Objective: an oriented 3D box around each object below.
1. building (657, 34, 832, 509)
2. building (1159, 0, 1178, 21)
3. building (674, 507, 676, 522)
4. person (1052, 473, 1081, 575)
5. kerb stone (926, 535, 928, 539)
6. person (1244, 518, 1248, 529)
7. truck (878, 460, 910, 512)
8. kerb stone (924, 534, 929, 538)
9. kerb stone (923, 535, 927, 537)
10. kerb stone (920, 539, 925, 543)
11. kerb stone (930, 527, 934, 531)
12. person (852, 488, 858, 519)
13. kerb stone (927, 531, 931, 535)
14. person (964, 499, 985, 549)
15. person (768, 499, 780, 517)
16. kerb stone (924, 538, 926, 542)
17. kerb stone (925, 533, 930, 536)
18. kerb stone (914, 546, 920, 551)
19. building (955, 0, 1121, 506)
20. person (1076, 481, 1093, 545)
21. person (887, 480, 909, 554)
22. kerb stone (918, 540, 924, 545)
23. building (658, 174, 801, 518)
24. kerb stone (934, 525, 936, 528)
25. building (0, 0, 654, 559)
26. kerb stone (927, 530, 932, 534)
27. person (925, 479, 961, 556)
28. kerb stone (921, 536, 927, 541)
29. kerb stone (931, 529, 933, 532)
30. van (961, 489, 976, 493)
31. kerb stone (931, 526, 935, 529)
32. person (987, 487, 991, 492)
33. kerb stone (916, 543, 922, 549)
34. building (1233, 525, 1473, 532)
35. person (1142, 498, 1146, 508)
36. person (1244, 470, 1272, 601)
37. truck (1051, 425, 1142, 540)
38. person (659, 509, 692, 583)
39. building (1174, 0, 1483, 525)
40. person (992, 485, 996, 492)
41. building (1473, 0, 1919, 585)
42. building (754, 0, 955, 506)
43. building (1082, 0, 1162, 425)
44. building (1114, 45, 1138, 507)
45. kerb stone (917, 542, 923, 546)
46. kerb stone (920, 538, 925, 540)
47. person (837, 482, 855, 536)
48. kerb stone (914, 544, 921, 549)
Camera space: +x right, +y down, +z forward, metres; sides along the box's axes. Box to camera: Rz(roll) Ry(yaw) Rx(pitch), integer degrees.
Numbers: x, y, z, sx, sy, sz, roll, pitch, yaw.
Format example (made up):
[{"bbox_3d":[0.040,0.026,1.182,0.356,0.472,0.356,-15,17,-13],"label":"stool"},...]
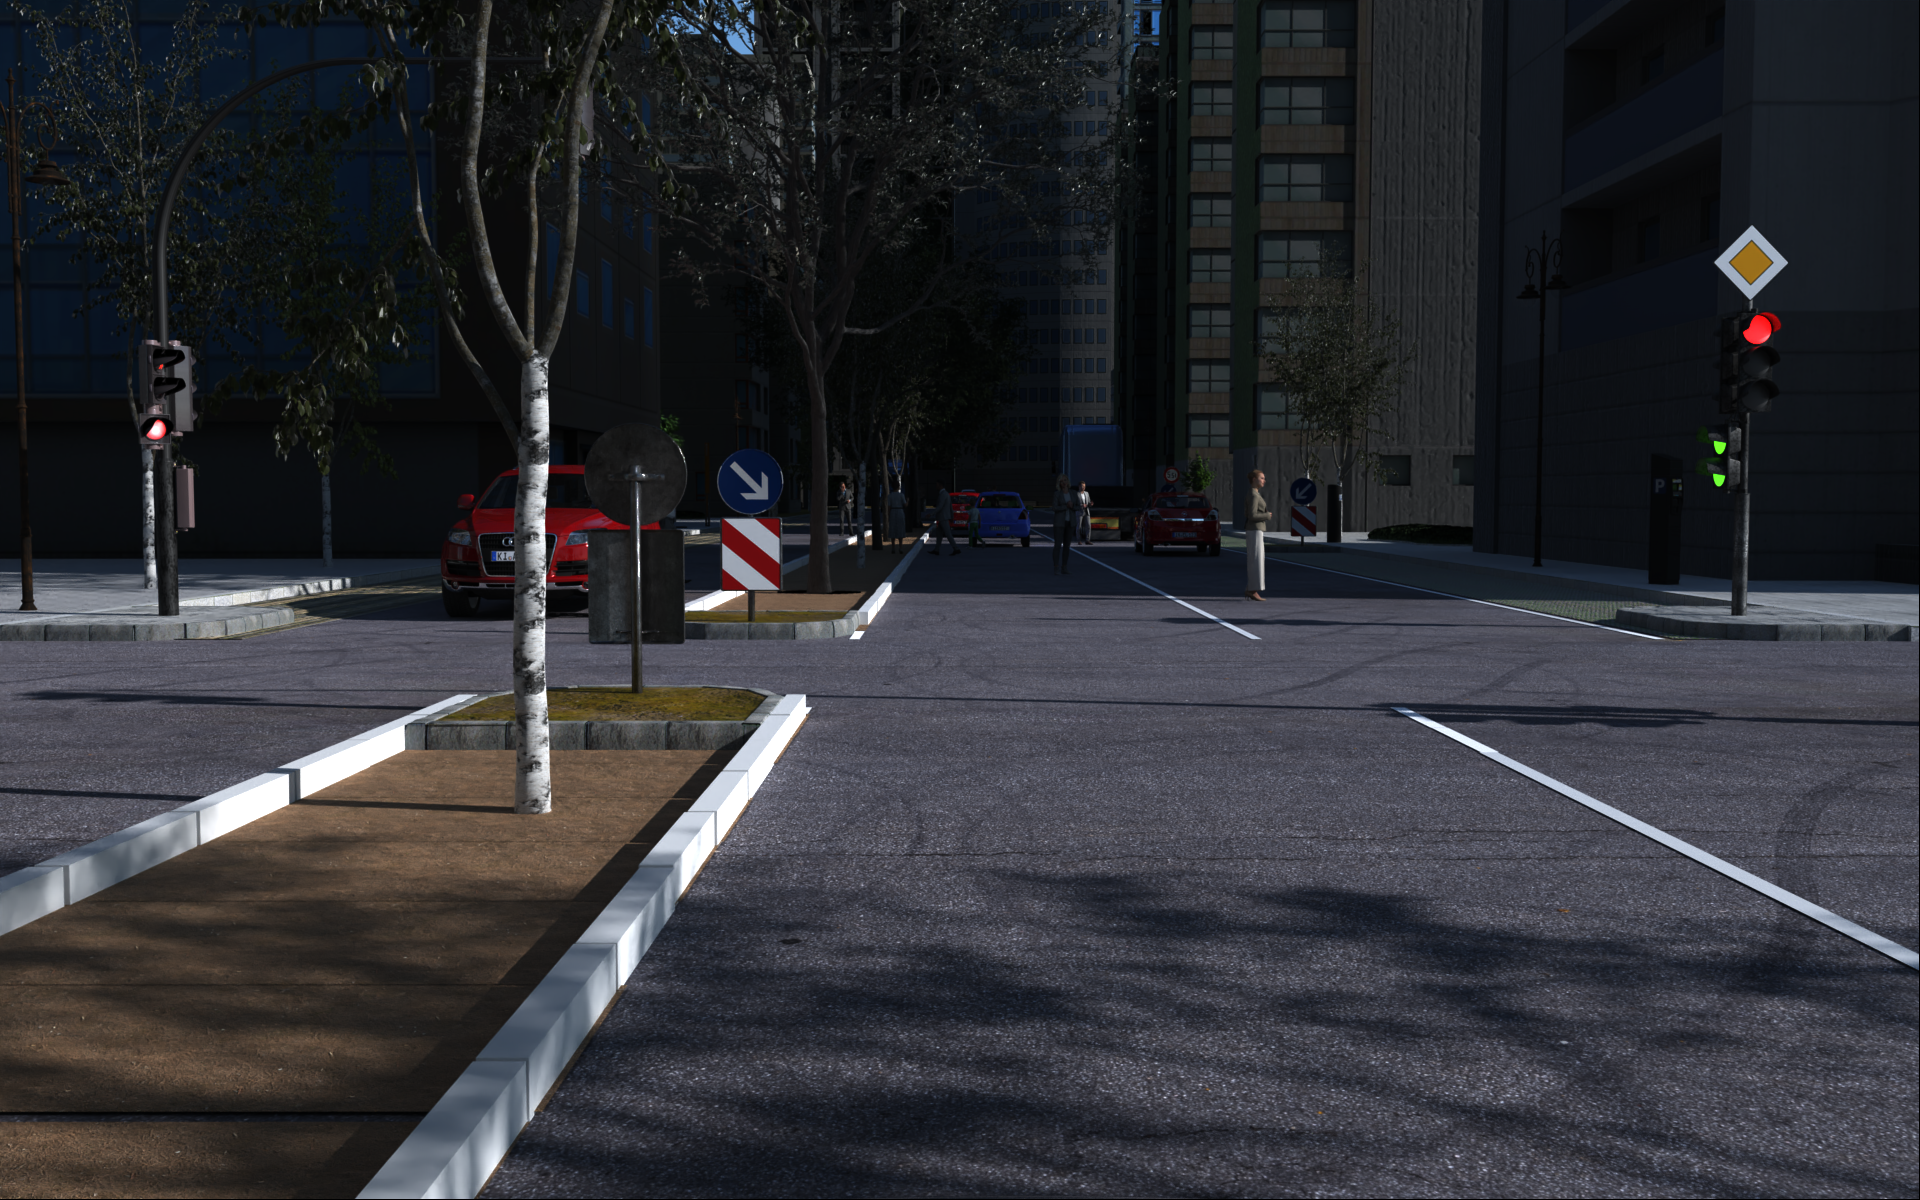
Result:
[{"bbox_3d":[-23.666,-28.160,152.295,23.993,40.220,32.217,0,3,0],"label":"building"},{"bbox_3d":[18.346,-20.164,101.380,14.160,30.474,14.107,0,3,0],"label":"building"},{"bbox_3d":[-23.278,-38.830,73.126,20.563,71.187,20.611,0,3,0],"label":"building"},{"bbox_3d":[1.909,-1.360,30.911,0.537,1.800,0.526,-1,4,-10],"label":"person"},{"bbox_3d":[-1.087,-1.773,51.178,0.120,0.150,1.000,0,3,0],"label":"kerb stone"},{"bbox_3d":[8.329,-2.230,49.630,0.373,1.253,0.362,1,4,8],"label":"person"},{"bbox_3d":[-4.851,-9.227,140.615,2.967,4.110,18.799,0,4,0],"label":"truck"},{"bbox_3d":[-1.085,-1.834,52.202,0.120,0.150,1.000,0,3,0],"label":"kerb stone"},{"bbox_3d":[-1.088,-1.709,50.155,0.120,0.150,1.000,0,3,0],"label":"kerb stone"},{"bbox_3d":[-1.069,-1.459,46.049,0.120,0.150,1.000,0,3,0],"label":"kerb stone"},{"bbox_3d":[-1.092,-2.399,61.416,0.120,0.150,1.000,0,3,0],"label":"kerb stone"},{"bbox_3d":[-6.091,-5.696,101.660,0.705,1.821,1.348,3,4,38],"label":"person"},{"bbox_3d":[-1.087,-2.023,55.269,0.120,0.150,1.000,0,3,0],"label":"kerb stone"},{"bbox_3d":[0.394,-1.987,45.241,0.590,1.304,0.306,2,4,35],"label":"person"},{"bbox_3d":[-6.750,-3.314,62.868,0.511,1.800,0.466,2,4,29],"label":"person"},{"bbox_3d":[-1.070,-1.578,48.101,0.120,0.150,1.000,0,3,0],"label":"kerb stone"},{"bbox_3d":[-1.079,-1.898,53.224,0.120,0.150,1.000,0,3,0],"label":"kerb stone"},{"bbox_3d":[-1.070,-1.137,40.928,0.120,0.150,1.000,0,3,0],"label":"kerb stone"},{"bbox_3d":[13.516,-39.479,187.479,28.212,58.520,21.231,0,3,0],"label":"building"},{"bbox_3d":[3.492,-2.458,48.888,0.606,1.804,0.583,-2,4,-33],"label":"person"},{"bbox_3d":[-1.475,-1.975,41.363,0.480,1.755,0.524,1,4,8],"label":"person"},{"bbox_3d":[-1.079,-1.396,45.027,0.120,0.150,1.000,0,3,0],"label":"kerb stone"},{"bbox_3d":[-25.133,-16.098,108.242,27.650,21.520,28.899,0,3,0],"label":"building"},{"bbox_3d":[-1.093,-2.707,66.535,0.120,0.150,1.000,0,3,0],"label":"kerb stone"},{"bbox_3d":[-15.172,-23.822,39.608,14.600,45.320,14.200,0,3,0],"label":"building"},{"bbox_3d":[-1.089,-2.149,57.325,0.120,0.150,1.000,0,3,0],"label":"kerb stone"},{"bbox_3d":[-0.378,-1.936,40.433,0.850,1.792,0.678,1,4,13],"label":"person"},{"bbox_3d":[-1.081,-1.643,49.128,0.120,0.150,1.000,0,3,0],"label":"kerb stone"},{"bbox_3d":[-1.086,-2.274,59.371,0.120,0.150,1.000,0,3,0],"label":"kerb stone"},{"bbox_3d":[0.727,-9.043,154.861,2.013,2.044,4.112,0,4,-1],"label":"van"},{"bbox_3d":[-1.091,-2.524,63.460,0.120,0.150,1.000,0,3,0],"label":"kerb stone"},{"bbox_3d":[1.527,-4.885,88.775,0.834,1.777,0.661,1,4,22],"label":"person"},{"bbox_3d":[-1.078,-1.271,42.972,0.120,0.150,1.000,0,3,0],"label":"kerb stone"},{"bbox_3d":[16.994,-23.257,63.850,14.154,41.232,14.086,0,3,0],"label":"building"},{"bbox_3d":[8.965,-4.360,84.458,0.373,1.253,0.362,0,4,-7],"label":"person"},{"bbox_3d":[3.995,-0.866,23.209,0.362,1.759,0.519,0,4,6],"label":"person"},{"bbox_3d":[5.107,-4.395,61.612,2.967,4.110,18.799,0,4,0],"label":"truck"},{"bbox_3d":[-4.733,-1.169,27.714,0.850,1.850,0.679,0,4,-2],"label":"person"},{"bbox_3d":[17.578,-24.605,85.894,14.154,41.232,14.086,0,3,0],"label":"building"},{"bbox_3d":[1.615,-4.629,83.964,0.659,1.850,0.755,2,4,34],"label":"person"},{"bbox_3d":[25.535,-29.746,28.348,28.212,58.520,21.231,0,3,0],"label":"building"},{"bbox_3d":[-10.896,-45.803,187.126,20.611,71.187,20.563,0,3,0],"label":"building"},{"bbox_3d":[22.403,-51.273,150.979,22.319,86.520,31.000,0,3,0],"label":"building"},{"bbox_3d":[17.969,-21.025,115.461,14.160,30.474,14.107,0,3,0],"label":"building"},{"bbox_3d":[-1.078,-1.332,44.000,0.120,0.150,1.000,0,3,0],"label":"kerb stone"},{"bbox_3d":[-1.079,-1.521,47.071,0.120,0.150,1.000,0,3,0],"label":"kerb stone"},{"bbox_3d":[-3.896,-3.116,59.244,0.655,1.846,0.447,-1,4,-14],"label":"person"},{"bbox_3d":[-1.069,-1.208,41.950,0.120,0.150,1.000,0,3,0],"label":"kerb stone"}]
